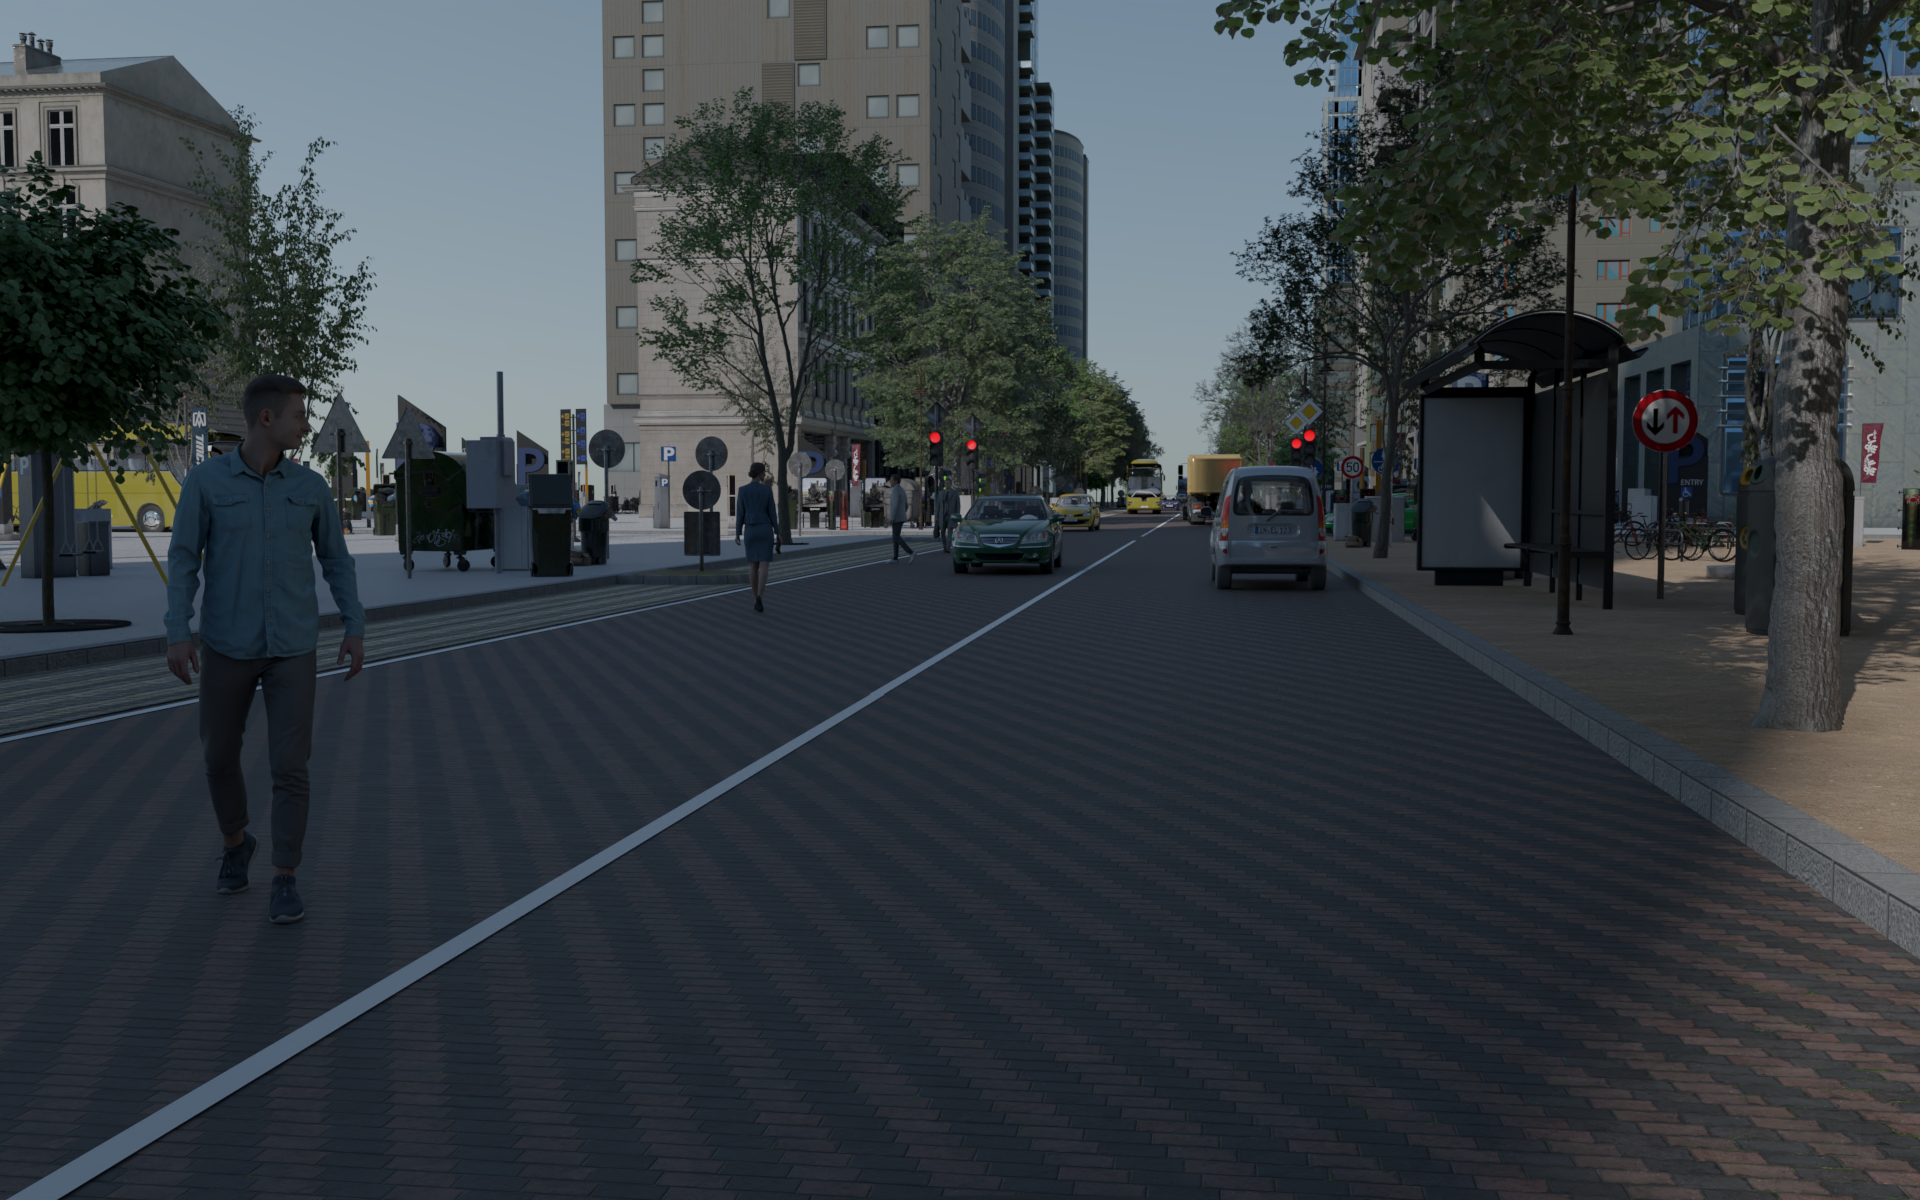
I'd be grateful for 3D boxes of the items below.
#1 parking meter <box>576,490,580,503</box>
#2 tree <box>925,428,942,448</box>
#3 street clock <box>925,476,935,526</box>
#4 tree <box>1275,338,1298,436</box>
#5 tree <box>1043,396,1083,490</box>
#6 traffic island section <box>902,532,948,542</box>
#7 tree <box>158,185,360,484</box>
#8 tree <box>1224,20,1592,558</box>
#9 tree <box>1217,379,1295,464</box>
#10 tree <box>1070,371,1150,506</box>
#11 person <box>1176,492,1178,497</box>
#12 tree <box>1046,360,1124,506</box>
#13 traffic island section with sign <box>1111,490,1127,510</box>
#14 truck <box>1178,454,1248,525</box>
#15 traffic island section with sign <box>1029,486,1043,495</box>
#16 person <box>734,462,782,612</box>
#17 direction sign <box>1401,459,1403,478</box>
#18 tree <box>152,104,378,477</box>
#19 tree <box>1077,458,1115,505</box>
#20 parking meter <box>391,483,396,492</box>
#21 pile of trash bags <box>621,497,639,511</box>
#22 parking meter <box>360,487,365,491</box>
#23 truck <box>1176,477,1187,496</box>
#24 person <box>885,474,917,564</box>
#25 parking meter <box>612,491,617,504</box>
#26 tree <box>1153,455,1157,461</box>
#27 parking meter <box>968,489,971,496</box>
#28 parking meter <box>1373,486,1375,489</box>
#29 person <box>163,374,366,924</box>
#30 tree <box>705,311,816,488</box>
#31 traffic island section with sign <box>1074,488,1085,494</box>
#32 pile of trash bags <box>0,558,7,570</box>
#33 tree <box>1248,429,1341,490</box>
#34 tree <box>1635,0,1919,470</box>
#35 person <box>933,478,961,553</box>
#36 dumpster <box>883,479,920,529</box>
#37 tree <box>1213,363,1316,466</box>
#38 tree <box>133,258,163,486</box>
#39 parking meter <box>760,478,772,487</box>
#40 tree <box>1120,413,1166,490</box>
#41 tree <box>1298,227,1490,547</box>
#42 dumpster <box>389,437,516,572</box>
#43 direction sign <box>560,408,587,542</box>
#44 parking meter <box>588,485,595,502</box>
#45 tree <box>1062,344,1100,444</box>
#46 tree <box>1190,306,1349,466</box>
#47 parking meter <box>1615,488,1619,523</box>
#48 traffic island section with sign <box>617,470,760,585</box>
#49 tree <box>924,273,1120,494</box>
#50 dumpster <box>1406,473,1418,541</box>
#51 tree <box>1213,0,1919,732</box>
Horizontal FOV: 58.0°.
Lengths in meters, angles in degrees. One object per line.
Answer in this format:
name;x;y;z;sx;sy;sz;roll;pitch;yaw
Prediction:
parking meter;-22.995;-5.836;103.832;0.372;1.533;0.369;0;3;0
tree;-0.536;-10.494;121.941;4.737;8.622;4.395;0;3;0
street clock;-1.235;-3.925;68.737;0.358;2.002;0.471;3;4;36
tree;14.663;-7.368;70.830;4.360;8.622;3.978;0;3;0
tree;7.197;-10.761;126.307;4.360;8.622;3.978;0;3;0
traffic island section;-0.728;-1.850;52.523;2.009;0.180;2.903;1;4;8
tree;-16.119;-5.555;41.191;4.360;8.622;3.978;0;3;0
tree;8.719;-6.106;34.240;7.601;10.594;8.767;2;4;32
tree;28.459;-15.143;164.601;9.611;12.733;9.660;0;3;0
tree;14.683;-16.644;178.782;9.857;13.997;8.962;0;3;0
person;33.855;-15.927;269.614;1.217;1.736;0.721;-1;4;-17
tree;11.024;-13.963;146.420;7.486;12.596;7.792;0;3;0
traffic island section with sign;14.895;-9.223;159.425;1.989;1.847;2.006;1;4;8
truck;12.277;-5.346;83.335;3.469;3.379;9.791;0;4;6
traffic island section with sign;3.631;-4.510;82.368;1.989;1.847;2.006;1;4;8
person;-2.496;-0.776;21.211;0.581;1.822;0.654;1;4;11
direction sign;27.174;-7.013;106.651;0.379;3.537;0.876;0;4;6
tree;-13.054;-5.058;33.058;4.737;8.622;4.395;0;3;0
tree;12.227;-10.550;156.199;4.285;4.588;4.351;0;3;0
parking meter;-29.472;-5.150;89.906;0.255;1.863;0.399;1;4;9
pile of trash bags;-24.317;-7.585;133.769;3.447;1.369;1.912;-2;4;-32
parking meter;-47.398;-8.058;137.457;0.399;1.863;0.255;3;4;38
truck;36.298;-17.712;279.343;2.967;4.110;18.799;0;4;7
person;-1.202;-1.669;35.634;0.795;1.843;0.661;1;4;21
parking meter;-26.276;-7.538;131.652;0.372;1.533;0.369;0;3;0
tree;30.439;-20.337;282.869;4.737;8.622;4.395;0;3;0
parking meter;0.633;-6.246;107.828;0.255;1.863;0.399;0;4;3
parking meter;28.730;-6.990;119.996;0.255;1.863;0.399;1;4;12
person;-2.408;0.142;6.045;0.638;1.841;0.748;-1;4;-18
tree;-7.867;-7.218;68.370;4.360;8.622;3.978;0;3;0
traffic island section with sign;7.582;-6.162;109.370;1.989;1.847;2.006;1;4;8
pile of trash bags;-17.745;-1.214;29.595;1.912;1.369;3.447;-3;5;-44
tree;16.043;-5.911;80.361;4.285;4.588;4.351;0;3;0
tree;10.996;-4.443;23.005;4.360;8.622;3.978;0;3;0
person;-0.332;-2.058;42.255;0.694;1.812;0.767;1;4;16
dumpster;-2.179;-3.629;65.086;1.264;1.857;1.865;0;4;8
tree;22.120;-12.218;125.518;9.928;11.665;9.643;0;3;0
tree;-22.555;-6.122;50.462;4.360;8.622;3.978;0;3;0
parking meter;-7.132;-3.546;63.695;0.255;1.863;0.399;3;5;44
tree;22.682;-19.212;231.118;9.611;12.733;9.660;0;3;0
tree;10.665;-5.595;41.835;4.360;8.622;3.978;0;3;0
dumpster;-8.577;-1.642;29.347;1.502;2.255;1.985;1;4;8
direction sign;-10.268;-3.308;46.080;0.876;3.537;0.379;2;4;29
parking meter;-22.946;-6.244;107.799;0.255;1.863;0.399;1;4;19
tree;5.309;-11.608;115.552;9.928;11.665;9.643;0;3;0
tree;19.921;-12.361;112.469;12.009;13.543;11.850;0;3;0
parking meter;28.870;-4.158;76.391;0.372;1.533;0.369;0;3;0
traffic island section with sign;-4.302;-1.190;28.082;1.989;1.847;2.006;1;4;8
tree;2.106;-10.534;89.239;9.611;12.733;9.660;0;3;0
dumpster;12.808;-2.685;46.387;1.502;2.255;1.985;1;4;8
tree;5.040;-5.575;9.271;7.486;12.596;7.792;0;3;0
